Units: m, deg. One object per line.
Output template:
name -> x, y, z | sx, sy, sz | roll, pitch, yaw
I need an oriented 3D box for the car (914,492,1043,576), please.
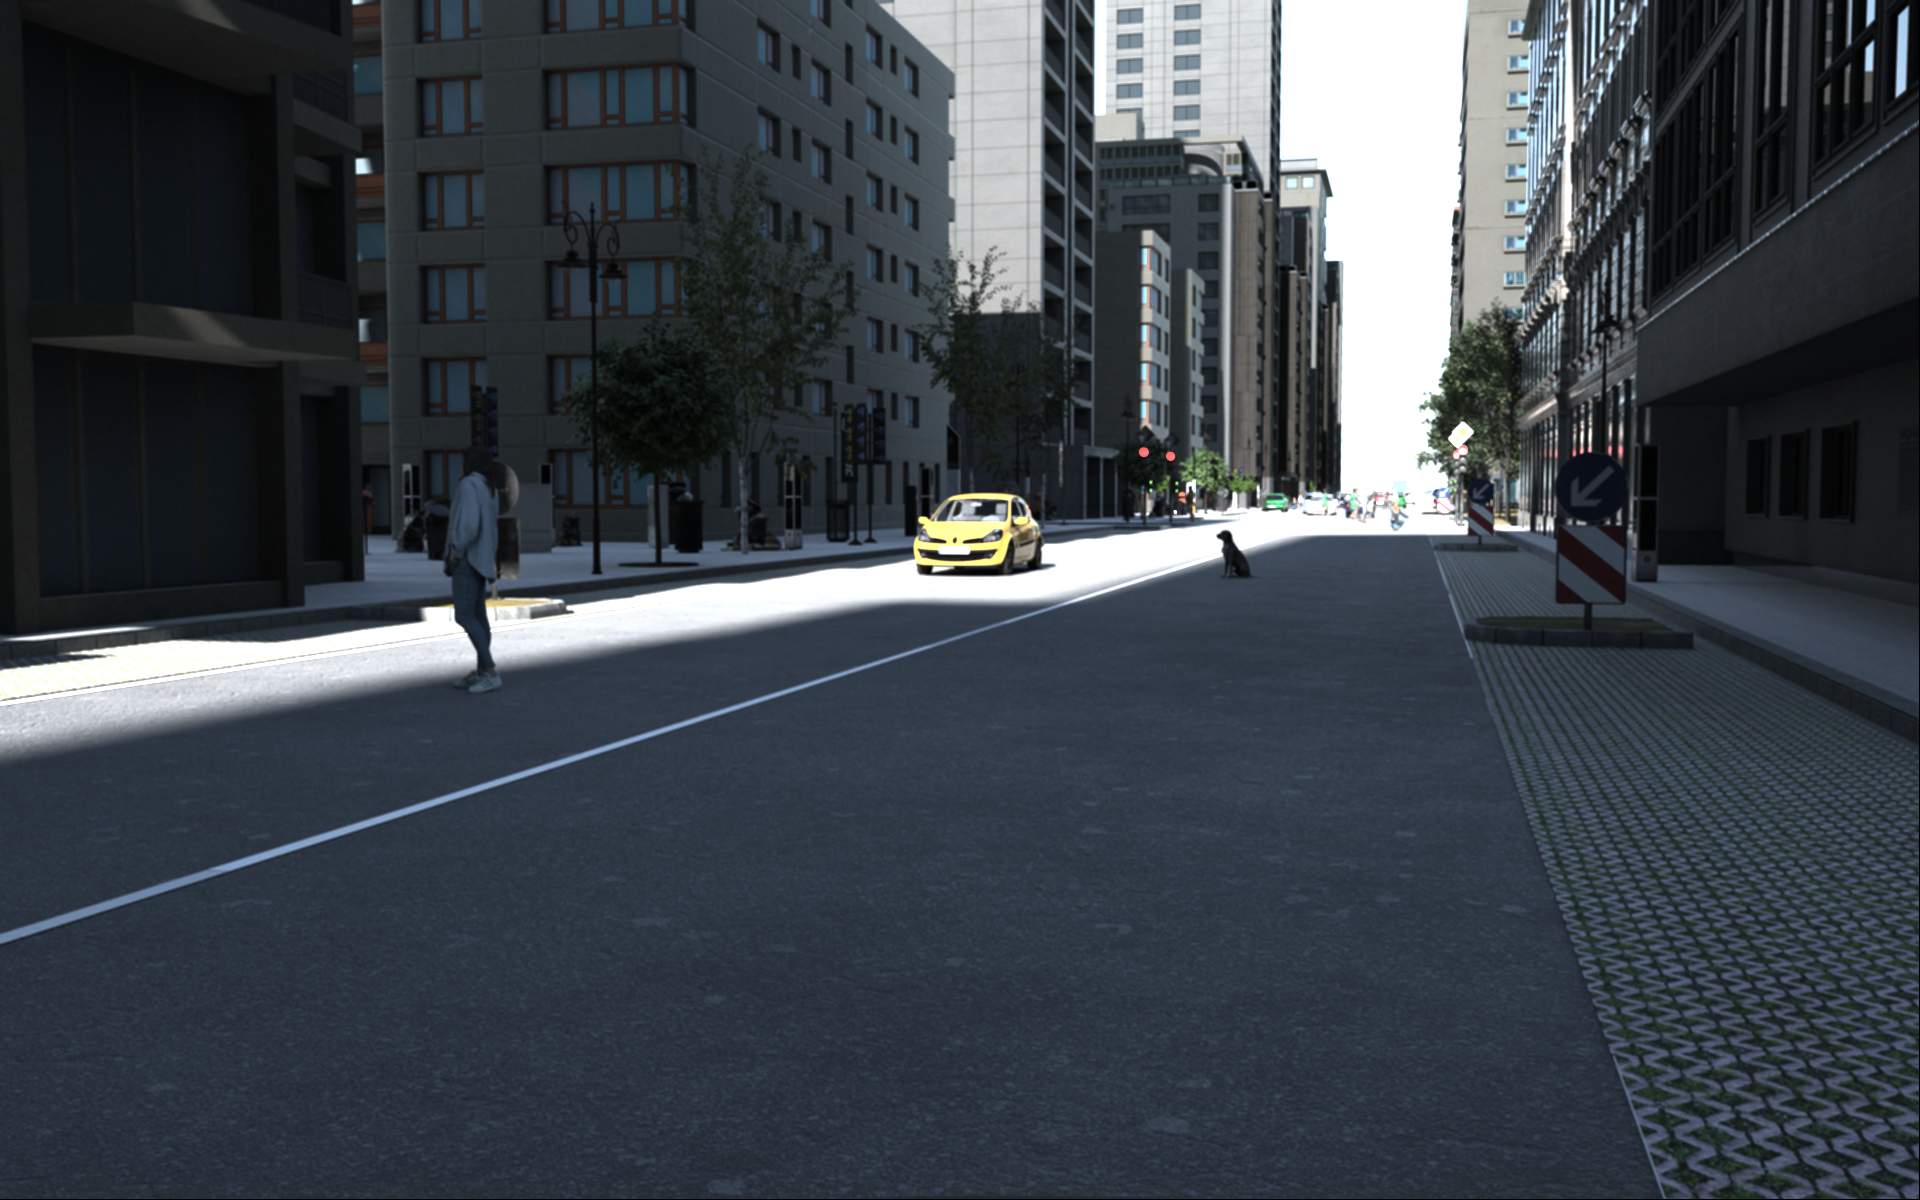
car -> 0.369, -1.321, 31.824 | 2.015, 1.641, 3.980 | 1, 4, 14

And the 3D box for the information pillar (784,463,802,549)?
information pillar -> -3.888, -2.197, 40.420 | 0.304, 2.012, 0.304 | 2, 4, 35

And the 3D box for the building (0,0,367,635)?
building -> -18.902, -21.909, 12.835 | 22.147, 44.769, 28.867 | 1, 4, 15

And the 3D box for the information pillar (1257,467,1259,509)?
information pillar -> 25.413, -9.554, 147.567 | 0.183, 3.616, 0.504 | 1, 4, 9

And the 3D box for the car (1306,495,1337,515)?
car -> 24.799, -6.499, 118.612 | 2.083, 1.381, 4.827 | 1, 4, 15

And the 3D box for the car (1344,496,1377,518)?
car -> 24.149, -5.623, 104.521 | 1.945, 1.354, 3.894 | 1, 4, 13

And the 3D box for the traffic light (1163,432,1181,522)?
traffic light -> 9.585, -5.473, 78.408 | 0.839, 4.253, 0.868 | 1, 4, 15

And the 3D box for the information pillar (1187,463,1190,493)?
information pillar -> 16.400, -8.086, 123.568 | 0.504, 3.616, 0.183 | -1, 4, -21

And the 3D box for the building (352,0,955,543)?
building -> -17.690, -13.264, 61.904 | 28.899, 21.520, 27.650 | 1, 4, 15

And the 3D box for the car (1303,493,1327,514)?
car -> 25.945, -7.152, 126.529 | 1.945, 1.707, 3.694 | 1, 4, 13

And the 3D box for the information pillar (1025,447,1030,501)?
information pillar -> 3.299, -5.737, 85.150 | 0.183, 3.616, 0.504 | -1, 4, -15

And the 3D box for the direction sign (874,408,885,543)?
direction sign -> -2.368, -3.278, 45.589 | 0.876, 3.537, 0.379 | -2, 4, -27

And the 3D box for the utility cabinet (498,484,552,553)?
utility cabinet -> -9.459, -1.761, 37.464 | 1.173, 1.500, 0.318 | -3, 4, -37

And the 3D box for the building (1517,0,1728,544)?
building -> 23.659, -12.652, 56.014 | 9.793, 20.994, 18.267 | 1, 4, 15

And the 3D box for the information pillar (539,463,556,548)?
information pillar -> -9.872, -2.260, 41.448 | 0.304, 2.012, 0.304 | 0, 4, -2

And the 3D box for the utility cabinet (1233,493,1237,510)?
utility cabinet -> 22.226, -8.031, 139.989 | 0.318, 1.500, 1.173 | 1, 4, 9

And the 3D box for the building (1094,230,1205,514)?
building -> 2.886, -17.494, 131.059 | 27.650, 21.520, 28.899 | 1, 4, 15

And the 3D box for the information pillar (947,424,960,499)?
information pillar -> -0.228, -4.086, 58.158 | 0.504, 3.616, 0.183 | 2, 4, 32

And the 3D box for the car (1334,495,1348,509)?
car -> 36.660, -9.505, 167.980 | 1.945, 1.354, 3.894 | 1, 4, 16

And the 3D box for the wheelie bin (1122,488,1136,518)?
wheelie bin -> 9.180, -5.289, 94.378 | 0.693, 1.594, 0.980 | -1, 4, -12

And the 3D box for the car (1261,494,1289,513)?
car -> 24.502, -7.698, 134.666 | 1.959, 1.807, 4.718 | 1, 4, 16

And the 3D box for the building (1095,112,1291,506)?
building -> 17.991, -29.905, 180.831 | 32.217, 40.220, 23.993 | 1, 4, 15

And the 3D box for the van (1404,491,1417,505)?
van -> 60.851, -13.927, 234.713 | 2.013, 2.044, 4.112 | 1, 4, 13

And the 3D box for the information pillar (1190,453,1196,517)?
information pillar -> 13.392, -6.586, 99.036 | 0.183, 3.616, 0.504 | 1, 4, 8

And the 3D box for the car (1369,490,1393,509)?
car -> 40.734, -9.720, 167.599 | 2.281, 1.827, 5.304 | 1, 4, 15

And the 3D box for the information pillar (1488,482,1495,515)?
information pillar -> 32.147, -6.134, 104.776 | 0.304, 2.012, 0.304 | -2, 4, -33

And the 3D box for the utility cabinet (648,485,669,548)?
utility cabinet -> -7.210, -1.996, 41.314 | 0.318, 1.500, 1.173 | -1, 4, -20

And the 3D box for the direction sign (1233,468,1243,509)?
direction sign -> 23.932, -9.617, 149.229 | 0.876, 3.537, 0.379 | 2, 4, 27

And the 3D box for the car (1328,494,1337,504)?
car -> 33.128, -8.840, 156.534 | 2.014, 1.417, 4.499 | 1, 4, 16

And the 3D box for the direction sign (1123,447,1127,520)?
direction sign -> 8.092, -5.643, 84.263 | 0.379, 3.537, 0.876 | 0, 4, 1

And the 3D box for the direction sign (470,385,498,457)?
direction sign -> -10.004, -2.721, 36.491 | 0.379, 3.537, 0.876 | 1, 4, 20

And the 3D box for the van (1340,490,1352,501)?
van -> 41.700, -10.988, 186.668 | 2.013, 2.044, 4.112 | 1, 4, 15

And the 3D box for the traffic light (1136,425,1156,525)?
traffic light -> 7.560, -5.001, 70.682 | 0.839, 4.253, 0.868 | 1, 4, 15

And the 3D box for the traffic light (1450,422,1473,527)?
traffic light -> 19.571, -4.810, 67.562 | 0.839, 4.253, 0.868 | 1, 4, 15

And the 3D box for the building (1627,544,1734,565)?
building -> 19.243, -11.570, 38.321 | 9.793, 20.994, 18.267 | 1, 4, 15

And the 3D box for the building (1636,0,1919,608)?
building -> 15.868, -13.674, 17.073 | 14.314, 27.812, 24.014 | 1, 4, 15

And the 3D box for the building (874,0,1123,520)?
building -> -1.094, -40.277, 96.788 | 20.563, 71.187, 20.611 | 1, 4, 15

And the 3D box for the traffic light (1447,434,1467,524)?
traffic light -> 21.596, -5.282, 75.287 | 0.839, 4.253, 0.868 | 1, 4, 15

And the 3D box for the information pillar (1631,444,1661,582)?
information pillar -> 10.028, -1.274, 25.324 | 0.304, 2.012, 0.304 | 0, 4, 8

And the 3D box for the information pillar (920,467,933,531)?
information pillar -> -0.918, -2.660, 47.989 | 0.304, 2.012, 0.304 | 1, 4, 13

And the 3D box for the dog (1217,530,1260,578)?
dog -> 4.831, -0.786, 29.688 | 0.800, 0.831, 0.513 | 1, 4, 18

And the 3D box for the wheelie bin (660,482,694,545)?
wheelie bin -> -7.263, -2.213, 44.096 | 0.980, 1.594, 0.693 | -1, 4, -18

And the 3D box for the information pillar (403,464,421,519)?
information pillar -> -13.440, -2.326, 42.515 | 0.304, 2.012, 0.304 | 2, 4, 33

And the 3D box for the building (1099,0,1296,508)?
building -> 28.536, -46.599, 200.142 | 20.563, 71.187, 20.611 | 1, 4, 15

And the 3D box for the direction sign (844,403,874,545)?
direction sign -> -2.631, -3.151, 43.513 | 0.379, 3.537, 0.876 | -3, 5, -39

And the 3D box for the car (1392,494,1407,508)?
car -> 44.033, -10.132, 174.452 | 1.959, 1.807, 4.718 | 1, 4, 15

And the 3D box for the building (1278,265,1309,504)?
building -> 36.074, -27.255, 217.326 | 14.160, 30.474, 14.107 | 1, 4, 15
